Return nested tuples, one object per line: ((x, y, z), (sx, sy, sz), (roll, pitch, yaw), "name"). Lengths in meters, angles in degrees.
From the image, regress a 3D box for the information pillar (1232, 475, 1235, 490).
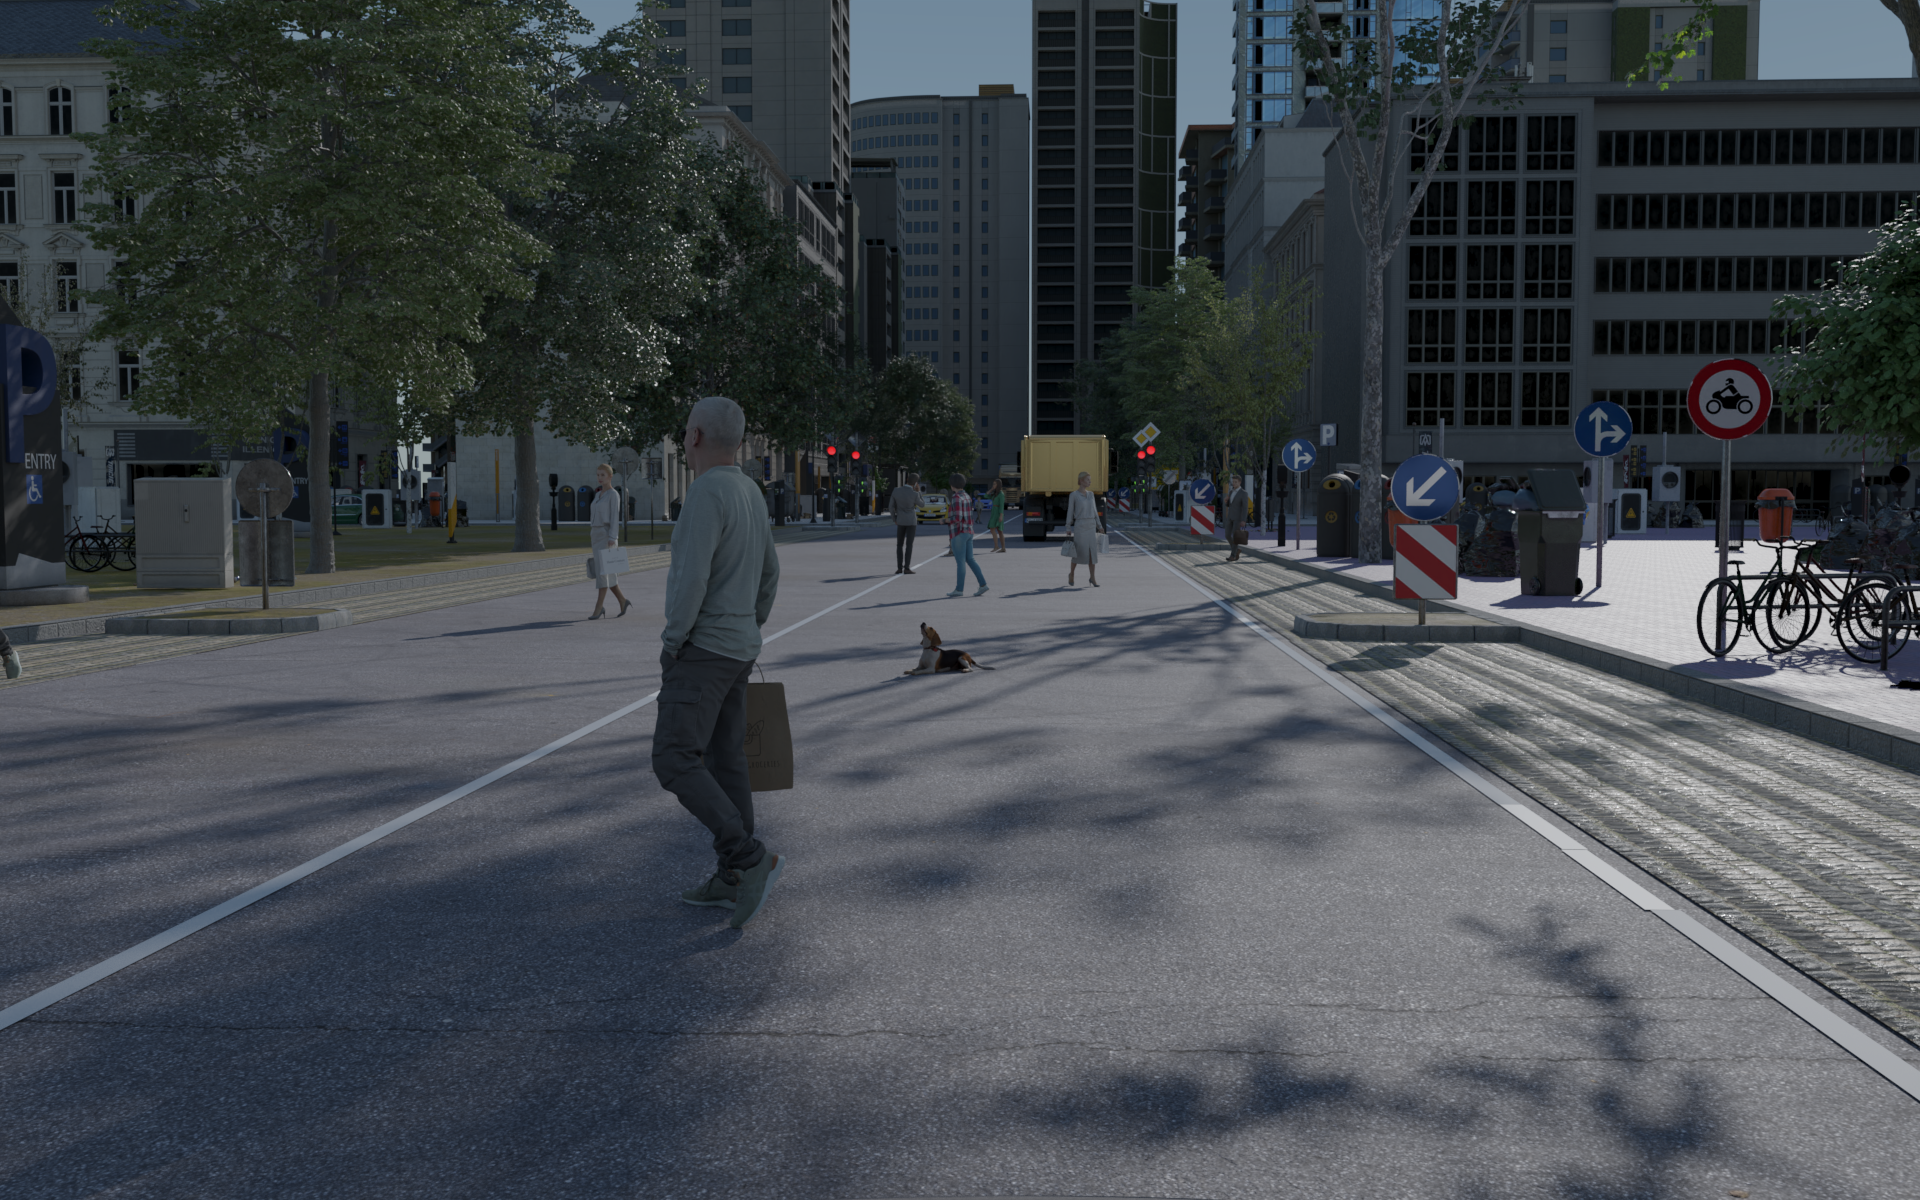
((10.641, -3.869, 67.757), (0.304, 2.012, 0.304), (-1, 4, -10), "information pillar")

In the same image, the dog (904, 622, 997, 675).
((-0.071, 0.384, 13.921), (0.748, 0.427, 0.550), (0, 4, 2), "dog")

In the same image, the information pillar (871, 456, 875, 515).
((-5.315, -7.039, 106.444), (0.183, 3.616, 0.504), (0, 4, 7), "information pillar")

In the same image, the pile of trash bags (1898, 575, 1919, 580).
((15.754, -0.977, 25.734), (3.447, 1.369, 1.912), (0, 4, -4), "pile of trash bags")

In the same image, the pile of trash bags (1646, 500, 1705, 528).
((26.285, -3.415, 65.596), (3.447, 1.369, 1.912), (-1, 4, -16), "pile of trash bags")

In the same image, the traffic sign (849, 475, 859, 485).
((-6.877, -6.882, 112.626), (0.768, 2.556, 0.104), (1, 4, 9), "traffic sign")

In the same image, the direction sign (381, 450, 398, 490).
((-29.461, -5.963, 89.498), (0.876, 3.537, 0.379), (0, 4, 3), "direction sign")

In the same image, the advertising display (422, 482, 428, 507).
((-29.600, -5.567, 96.236), (0.123, 1.923, 0.974), (0, 4, 7), "advertising display")

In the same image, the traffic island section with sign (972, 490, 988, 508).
((1.806, -10.376, 178.269), (1.989, 1.847, 2.006), (0, 4, 3), "traffic island section with sign")

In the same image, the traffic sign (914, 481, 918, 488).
((-3.989, -9.163, 149.928), (0.768, 2.556, 0.104), (0, 4, 6), "traffic sign")

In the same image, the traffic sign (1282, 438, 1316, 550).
((7.776, -2.426, 39.774), (0.768, 2.556, 0.104), (1, 4, 8), "traffic sign")

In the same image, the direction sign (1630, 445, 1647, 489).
((31.438, -5.403, 80.330), (0.876, 3.537, 0.379), (-1, 4, -19), "direction sign")

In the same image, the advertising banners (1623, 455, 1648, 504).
((29.726, -4.900, 76.302), (0.090, 3.025, 2.074), (-1, 4, -8), "advertising banners")

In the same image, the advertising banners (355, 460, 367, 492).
((-31.366, -5.698, 89.344), (0.090, 3.025, 2.074), (2, 4, 27), "advertising banners")

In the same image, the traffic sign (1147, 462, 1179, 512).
((12.813, -7.007, 108.440), (2.265, 3.308, 0.079), (1, 4, 9), "traffic sign")

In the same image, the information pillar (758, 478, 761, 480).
((-9.072, -4.450, 77.256), (0.304, 2.012, 0.304), (-1, 4, -23), "information pillar")

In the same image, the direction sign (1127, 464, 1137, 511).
((13.101, -8.551, 131.813), (0.876, 3.537, 0.379), (-1, 4, -19), "direction sign")

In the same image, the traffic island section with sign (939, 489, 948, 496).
((-1.141, -7.319, 128.289), (1.989, 1.847, 2.006), (0, 4, 3), "traffic island section with sign")

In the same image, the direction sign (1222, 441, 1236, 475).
((11.575, -5.049, 74.547), (0.379, 3.537, 0.876), (-2, 4, -30), "direction sign")

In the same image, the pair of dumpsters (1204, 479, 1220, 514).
((12.820, -5.449, 91.584), (1.574, 2.255, 4.437), (0, 4, 3), "pair of dumpsters")

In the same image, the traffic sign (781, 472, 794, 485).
((-8.108, -4.854, 81.495), (0.606, 2.300, 0.079), (0, 4, 8), "traffic sign")

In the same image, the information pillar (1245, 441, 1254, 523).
((12.691, -5.176, 75.976), (0.504, 3.616, 0.183), (-3, 5, -43), "information pillar")

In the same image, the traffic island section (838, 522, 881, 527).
((-4.563, -3.303, 76.284), (2.009, 0.180, 2.903), (0, 4, 3), "traffic island section")

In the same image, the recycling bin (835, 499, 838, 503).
((-6.613, -4.847, 91.807), (0.722, 1.027, 0.722), (-3, 4, -38), "recycling bin")

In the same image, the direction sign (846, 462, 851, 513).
((-7.602, -7.712, 118.095), (0.379, 3.537, 0.876), (1, 4, 10), "direction sign")

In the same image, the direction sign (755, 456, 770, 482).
((-11.761, -6.808, 103.311), (0.876, 3.537, 0.379), (-1, 4, -21), "direction sign")

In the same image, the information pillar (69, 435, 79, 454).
((-35.316, -4.757, 69.126), (0.504, 3.616, 0.183), (1, 4, 20), "information pillar")

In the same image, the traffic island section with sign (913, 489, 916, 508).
((-2.778, -5.639, 100.825), (1.989, 1.847, 2.006), (0, 4, 3), "traffic island section with sign")

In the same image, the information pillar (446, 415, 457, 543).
((-13.250, -3.289, 45.136), (0.183, 3.616, 0.504), (0, 3, 0), "information pillar")

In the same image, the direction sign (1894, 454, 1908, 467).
((41.330, -5.147, 76.154), (0.379, 3.537, 0.876), (0, 4, -5), "direction sign")

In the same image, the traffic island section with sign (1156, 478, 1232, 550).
((6.082, -2.205, 44.687), (1.989, 1.847, 2.006), (0, 4, 3), "traffic island section with sign")

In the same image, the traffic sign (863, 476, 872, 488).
((-5.756, -6.562, 108.480), (0.795, 2.450, 0.064), (0, 4, 8), "traffic sign")

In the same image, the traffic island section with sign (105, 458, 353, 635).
((-7.659, -0.604, 18.497), (1.989, 1.847, 2.006), (0, 4, 3), "traffic island section with sign")

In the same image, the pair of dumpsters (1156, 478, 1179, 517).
((11.846, -5.768, 96.799), (1.574, 2.255, 4.437), (0, 4, 3), "pair of dumpsters")

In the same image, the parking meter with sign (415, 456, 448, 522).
((-23.928, -5.065, 79.070), (1.738, 3.016, 0.543), (0, 4, -7), "parking meter with sign")

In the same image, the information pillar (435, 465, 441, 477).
((-41.543, -8.961, 137.859), (0.504, 3.616, 0.183), (-3, 4, -39), "information pillar")

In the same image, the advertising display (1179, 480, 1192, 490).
((10.162, -4.441, 77.826), (0.123, 1.923, 0.974), (-2, 4, -29), "advertising display")

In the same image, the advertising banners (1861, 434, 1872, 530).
((20.413, -2.621, 39.036), (0.090, 3.025, 2.074), (2, 4, 32), "advertising banners")

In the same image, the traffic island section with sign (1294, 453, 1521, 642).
((4.481, -0.555, 17.697), (1.989, 1.847, 2.006), (0, 4, 3), "traffic island section with sign")

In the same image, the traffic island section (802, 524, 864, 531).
((-5.035, -2.815, 68.313), (2.009, 0.180, 2.903), (0, 4, 3), "traffic island section")

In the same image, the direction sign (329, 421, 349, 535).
((-19.401, -3.774, 53.704), (0.876, 3.537, 0.379), (-1, 4, -12), "direction sign")

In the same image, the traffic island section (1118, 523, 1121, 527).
((7.907, -3.258, 75.543), (2.009, 0.180, 2.903), (0, 4, 3), "traffic island section")

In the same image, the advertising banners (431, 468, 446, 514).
((-37.805, -7.931, 125.863), (0.090, 3.025, 2.074), (1, 4, 17), "advertising banners")

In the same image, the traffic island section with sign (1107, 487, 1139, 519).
((9.359, -5.595, 100.099), (1.989, 1.847, 2.006), (0, 4, 3), "traffic island section with sign")

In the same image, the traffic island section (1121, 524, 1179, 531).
((7.435, -2.770, 67.572), (2.009, 0.180, 2.903), (0, 4, 3), "traffic island section")

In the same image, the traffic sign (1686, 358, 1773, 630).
((7.218, -0.992, 16.333), (0.768, 2.556, 0.104), (0, 4, 8), "traffic sign")

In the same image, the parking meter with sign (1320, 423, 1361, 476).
((9.840, -2.885, 43.425), (1.738, 3.016, 0.543), (-2, 4, -33), "parking meter with sign")

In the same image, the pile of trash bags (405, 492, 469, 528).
((-20.013, -3.493, 66.861), (1.912, 1.369, 3.447), (-1, 4, -8), "pile of trash bags")

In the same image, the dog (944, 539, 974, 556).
((-0.011, -1.231, 40.325), (0.748, 0.427, 0.550), (0, 4, 0), "dog")

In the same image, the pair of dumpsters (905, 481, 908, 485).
((-4.387, -7.747, 129.156), (1.574, 2.255, 4.437), (0, 4, 3), "pair of dumpsters")

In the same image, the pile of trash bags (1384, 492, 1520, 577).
((7.873, -1.073, 27.289), (3.447, 1.369, 1.912), (-3, 5, -40), "pile of trash bags")

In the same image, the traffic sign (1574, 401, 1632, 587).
((8.822, -1.452, 23.843), (0.768, 2.556, 0.104), (1, 4, 10), "traffic sign")

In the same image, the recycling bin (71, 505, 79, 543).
((-23.342, -2.030, 45.742), (0.722, 1.027, 0.722), (1, 4, 20), "recycling bin")

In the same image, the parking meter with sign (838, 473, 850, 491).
((-9.304, -9.113, 145.253), (1.738, 3.016, 0.543), (-2, 4, -29), "parking meter with sign")

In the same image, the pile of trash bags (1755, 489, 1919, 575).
((15.212, -1.194, 29.282), (3.447, 1.369, 1.912), (0, 4, 1), "pile of trash bags")
